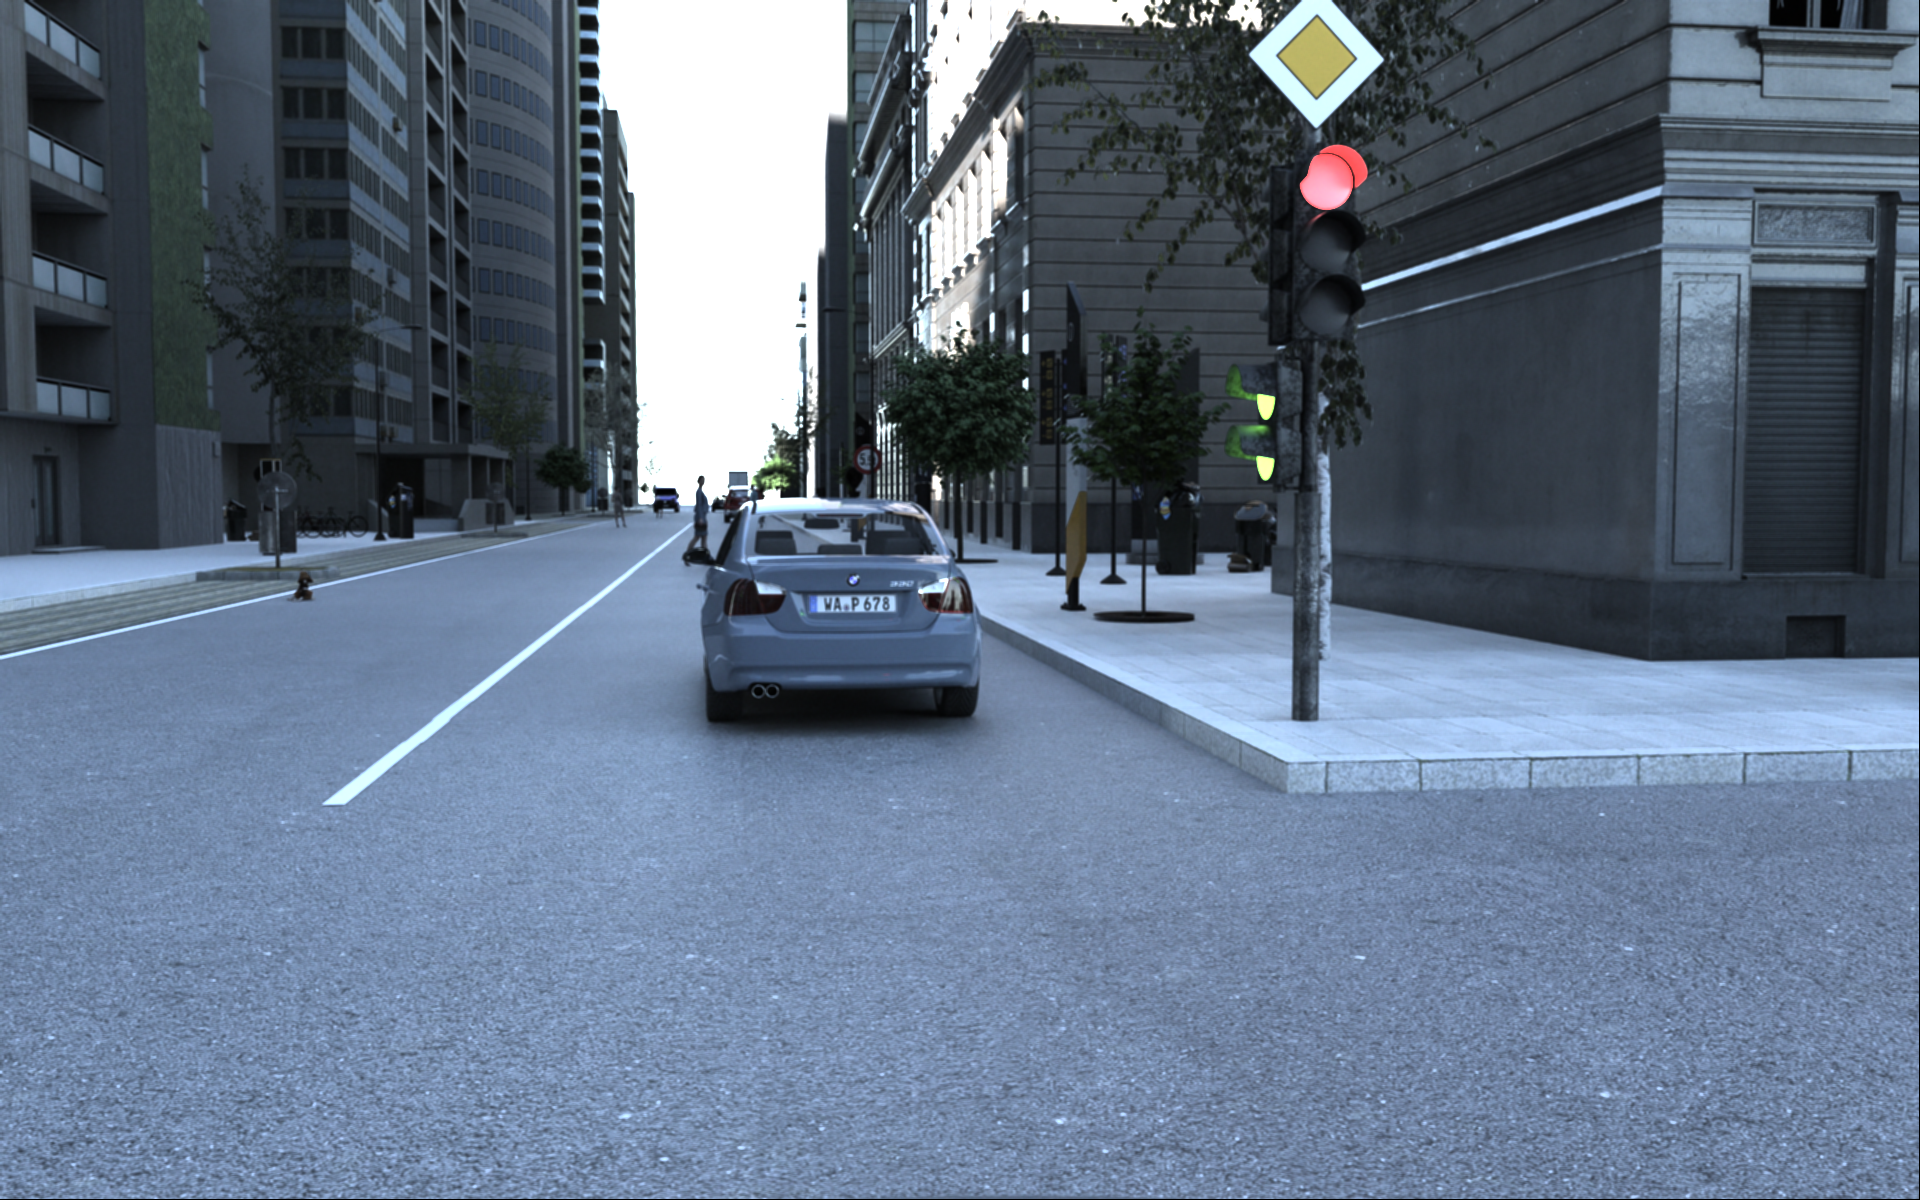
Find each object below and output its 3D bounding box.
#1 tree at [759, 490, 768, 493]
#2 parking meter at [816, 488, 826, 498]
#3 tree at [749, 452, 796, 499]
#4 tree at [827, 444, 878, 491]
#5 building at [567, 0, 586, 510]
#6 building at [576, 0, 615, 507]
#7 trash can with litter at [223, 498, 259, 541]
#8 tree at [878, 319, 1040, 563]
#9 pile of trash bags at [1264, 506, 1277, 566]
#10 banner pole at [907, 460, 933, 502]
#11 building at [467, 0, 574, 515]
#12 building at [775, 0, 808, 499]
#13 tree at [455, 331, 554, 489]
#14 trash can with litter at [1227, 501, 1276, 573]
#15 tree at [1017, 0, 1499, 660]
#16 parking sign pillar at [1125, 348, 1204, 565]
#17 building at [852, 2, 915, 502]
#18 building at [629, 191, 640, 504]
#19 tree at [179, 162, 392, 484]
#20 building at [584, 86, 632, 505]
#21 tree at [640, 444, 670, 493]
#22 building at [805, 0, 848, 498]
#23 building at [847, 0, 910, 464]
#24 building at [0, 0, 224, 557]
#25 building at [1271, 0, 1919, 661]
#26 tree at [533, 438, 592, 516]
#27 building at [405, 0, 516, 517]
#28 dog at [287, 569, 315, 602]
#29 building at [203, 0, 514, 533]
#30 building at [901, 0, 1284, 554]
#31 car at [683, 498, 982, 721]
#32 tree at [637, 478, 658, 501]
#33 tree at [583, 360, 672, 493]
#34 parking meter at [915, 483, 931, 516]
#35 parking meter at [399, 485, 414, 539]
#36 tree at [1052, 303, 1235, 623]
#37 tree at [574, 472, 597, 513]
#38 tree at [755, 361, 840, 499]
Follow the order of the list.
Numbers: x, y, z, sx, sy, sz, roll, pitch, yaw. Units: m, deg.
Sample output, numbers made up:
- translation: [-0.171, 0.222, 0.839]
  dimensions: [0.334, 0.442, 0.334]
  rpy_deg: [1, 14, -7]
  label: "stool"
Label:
- translation: [-25.708, -14.003, 223.547]
  dimensions: [1.663, 3.219, 1.824]
  rpy_deg: [0, 3, 0]
  label: "tree"
- translation: [-5.412, -3.603, 67.313]
  dimensions: [0.372, 1.533, 0.369]
  rpy_deg: [0, 3, 0]
  label: "parking meter"
- translation: [-14.366, -9.361, 136.769]
  dimensions: [4.285, 4.588, 4.351]
  rpy_deg: [0, 3, 0]
  label: "tree"
- translation: [-3.438, -3.958, 59.316]
  dimensions: [1.663, 3.219, 1.824]
  rpy_deg: [0, 3, 0]
  label: "tree"
- translation: [-37.581, -27.735, 137.069]
  dimensions: [14.154, 41.232, 14.086]
  rpy_deg: [0, 4, -8]
  label: "building"
- translation: [-47.389, -53.056, 180.138]
  dimensions: [22.319, 86.520, 31.000]
  rpy_deg: [0, 4, -8]
  label: "building"
- translation: [-19.511, -2.190, 47.200]
  dimensions: [1.055, 1.170, 0.624]
  rpy_deg: [-3, 5, -40]
  label: "trash can with litter"
- translation: [0.036, -2.996, 32.704]
  dimensions: [4.285, 4.588, 4.351]
  rpy_deg: [0, 3, 0]
  label: "tree"
- translation: [7.075, -1.267, 30.471]
  dimensions: [3.447, 1.369, 1.912]
  rpy_deg: [0, 4, 7]
  label: "pile of trash bags"
- translation: [-1.135, -3.423, 45.979]
  dimensions: [0.863, 3.779, 0.401]
  rpy_deg: [0, 4, 2]
  label: "banner pole"
- translation: [-38.005, -35.058, 115.191]
  dimensions: [21.231, 58.520, 28.212]
  rpy_deg: [0, 4, -8]
  label: "building"
- translation: [-12.879, -55.931, 227.138]
  dimensions: [22.319, 86.520, 31.000]
  rpy_deg: [0, 4, -8]
  label: "building"
- translation: [-20.856, -7.899, 79.518]
  dimensions: [4.737, 8.622, 4.395]
  rpy_deg: [0, 3, 0]
  label: "tree"
- translation: [4.792, -1.053, 28.601]
  dimensions: [0.624, 1.170, 1.055]
  rpy_deg: [2, 4, 24]
  label: "trash can with litter"
- translation: [2.567, -3.839, 13.125]
  dimensions: [4.360, 8.622, 3.978]
  rpy_deg: [0, 3, 0]
  label: "tree"
- translation: [3.768, -2.647, 31.756]
  dimensions: [1.447, 3.967, 1.447]
  rpy_deg: [-3, 4, -36]
  label: "parking sign pillar"
- translation: [2.918, -14.184, 73.713]
  dimensions: [13.314, 21.916, 24.055]
  rpy_deg: [0, 4, -8]
  label: "building"
- translation: [-49.632, -33.209, 226.556]
  dimensions: [14.154, 41.232, 14.086]
  rpy_deg: [0, 4, -8]
  label: "building"
- translation: [-15.387, -5.454, 39.543]
  dimensions: [4.360, 8.622, 3.978]
  rpy_deg: [0, 3, 0]
  label: "tree"
- translation: [-50.889, -35.695, 207.314]
  dimensions: [21.300, 48.544, 21.600]
  rpy_deg: [0, 4, -8]
  label: "building"
- translation: [-40.245, -16.992, 228.176]
  dimensions: [4.737, 8.622, 4.395]
  rpy_deg: [0, 3, 0]
  label: "tree"
- translation: [-2.344, -36.857, 144.618]
  dimensions: [21.231, 58.520, 28.212]
  rpy_deg: [0, 4, -8]
  label: "building"
- translation: [0.689, -25.186, 95.380]
  dimensions: [14.154, 41.232, 14.086]
  rpy_deg: [0, 4, -8]
  label: "building"
- translation: [-25.176, -21.555, 36.025]
  dimensions: [14.154, 41.232, 14.086]
  rpy_deg: [0, 4, -8]
  label: "building"
- translation: [13.509, -10.354, 18.439]
  dimensions: [18.267, 20.994, 9.793]
  rpy_deg: [0, 4, -8]
  label: "building"
- translation: [-23.356, -7.237, 102.031]
  dimensions: [4.285, 4.588, 4.351]
  rpy_deg: [0, 3, 0]
  label: "tree"
- translation: [-34.814, -39.902, 90.647]
  dimensions: [20.563, 71.187, 20.611]
  rpy_deg: [0, 4, -8]
  label: "building"
- translation: [-8.971, -0.199, 23.454]
  dimensions: [0.550, 0.427, 0.748]
  rpy_deg: [1, 4, 20]
  label: "dog"
- translation: [-33.681, -22.647, 62.154]
  dimensions: [32.217, 40.220, 23.993]
  rpy_deg: [0, 4, -8]
  label: "building"
- translation: [5.526, -15.403, 49.099]
  dimensions: [12.463, 27.353, 25.104]
  rpy_deg: [0, 4, -8]
  label: "building"
- translation: [-0.953, -0.019, 12.312]
  dimensions: [2.014, 1.417, 4.499]
  rpy_deg: [-1, 4, -9]
  label: "car"
- translation: [-36.809, -12.734, 202.807]
  dimensions: [1.663, 3.219, 1.824]
  rpy_deg: [0, 3, 0]
  label: "tree"
- translation: [-31.324, -15.098, 157.220]
  dimensions: [12.009, 13.543, 11.850]
  rpy_deg: [0, 3, 0]
  label: "tree"
- translation: [-0.839, -1.876, 39.079]
  dimensions: [0.372, 1.533, 0.369]
  rpy_deg: [0, 3, 0]
  label: "parking meter"
- translation: [-15.897, -2.528, 49.744]
  dimensions: [0.372, 1.533, 0.369]
  rpy_deg: [0, 3, 0]
  label: "parking meter"
- translation: [1.870, -1.417, 17.776]
  dimensions: [1.663, 3.219, 1.824]
  rpy_deg: [0, 3, 0]
  label: "tree"
- translation: [-26.158, -7.637, 119.466]
  dimensions: [1.663, 3.219, 1.824]
  rpy_deg: [0, 3, 0]
  label: "tree"
- translation: [-8.679, -8.800, 94.243]
  dimensions: [4.360, 8.622, 3.978]
  rpy_deg: [0, 3, 0]
  label: "tree"
